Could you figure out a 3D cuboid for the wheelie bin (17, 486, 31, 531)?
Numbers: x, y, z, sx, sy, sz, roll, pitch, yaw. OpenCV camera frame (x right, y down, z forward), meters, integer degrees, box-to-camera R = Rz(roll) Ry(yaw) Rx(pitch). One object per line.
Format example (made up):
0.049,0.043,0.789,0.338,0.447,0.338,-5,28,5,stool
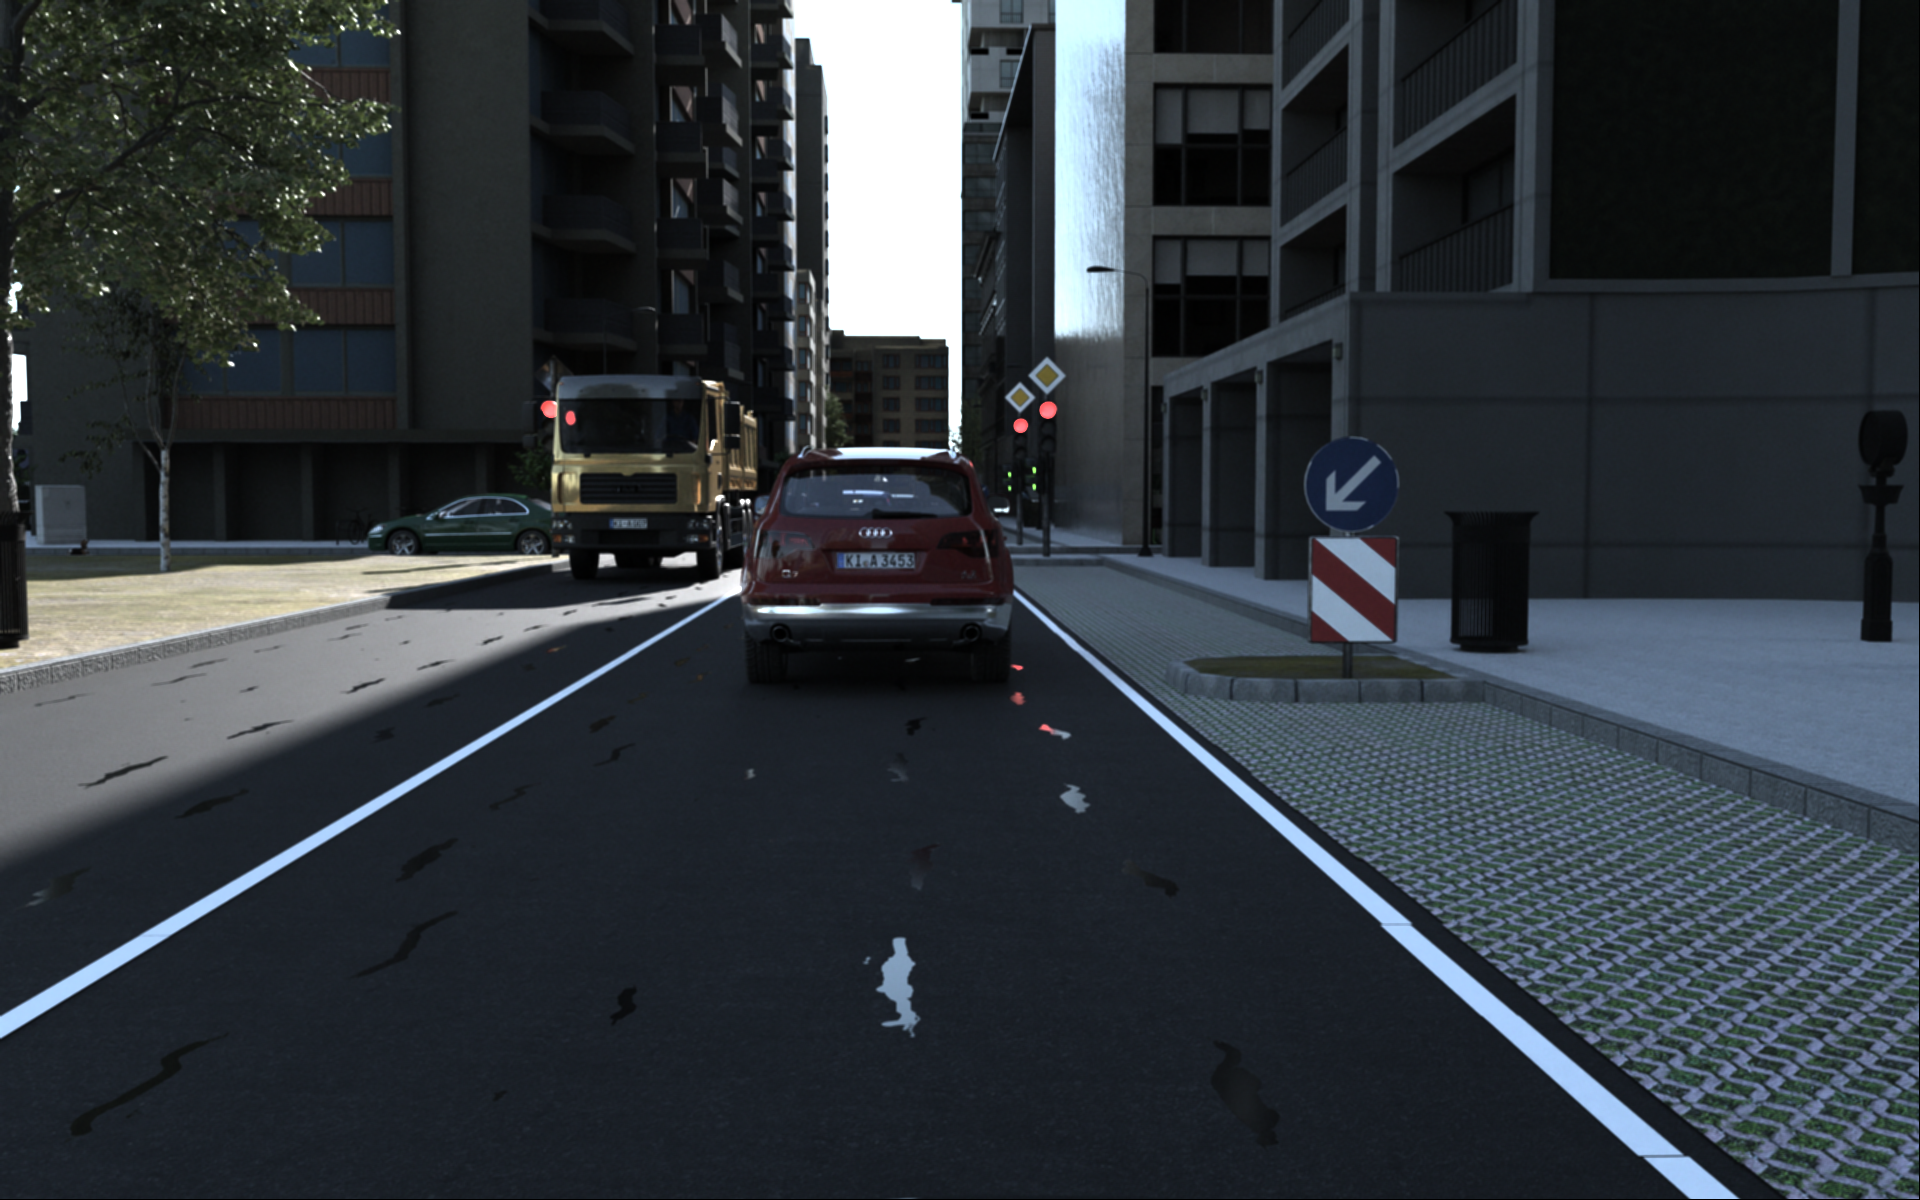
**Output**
-32.958,-3.222,60.587,0.980,1.594,0.693,-3,5,-43,wheelie bin

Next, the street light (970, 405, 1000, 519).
1.344,-7.203,90.311,1.470,5.913,1.316,0,4,-2,street light

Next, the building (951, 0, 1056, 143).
13.936,-34.857,159.151,28.713,52.752,27.495,0,4,-2,building

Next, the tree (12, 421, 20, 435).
-40.784,-5.608,75.410,4.285,4.588,4.351,0,3,0,tree

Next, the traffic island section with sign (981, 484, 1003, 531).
0.673,-3.655,68.395,1.989,1.847,2.006,0,4,-2,traffic island section with sign

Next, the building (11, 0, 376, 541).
-19.261,-24.735,59.043,22.147,44.769,28.867,0,4,-2,building

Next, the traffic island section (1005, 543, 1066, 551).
1.521,-1.299,43.526,2.009,0.180,2.903,0,4,-2,traffic island section

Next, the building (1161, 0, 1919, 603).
14.740,-35.815,23.821,20.563,71.187,20.611,0,4,-2,building

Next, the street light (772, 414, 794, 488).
-10.315,-7.834,100.625,1.470,5.913,1.316,0,4,-2,street light

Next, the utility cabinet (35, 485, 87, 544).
-22.848,-2.162,44.034,0.318,1.500,1.173,2,4,28,utility cabinet

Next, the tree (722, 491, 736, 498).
-10.646,-5.230,80.109,1.663,3.219,1.824,0,3,0,tree

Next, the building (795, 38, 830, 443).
-24.709,-34.139,181.874,21.600,48.544,21.300,0,4,-2,building

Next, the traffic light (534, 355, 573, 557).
-8.201,-2.823,35.074,0.839,4.253,0.868,0,4,-2,traffic light

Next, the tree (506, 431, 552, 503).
-9.948,-2.895,41.935,1.663,3.219,1.824,0,3,0,tree

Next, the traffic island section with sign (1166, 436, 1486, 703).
2.576,-0.252,12.746,1.989,1.847,2.006,0,4,-2,traffic island section with sign

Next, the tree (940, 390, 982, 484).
1.634,-10.792,126.808,4.737,8.622,4.395,0,3,0,tree

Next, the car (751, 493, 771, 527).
-5.542,-2.802,54.846,2.155,1.783,4.494,0,4,0,car

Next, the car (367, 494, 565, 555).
-10.673,-1.634,38.518,4.920,1.459,2.131,0,4,-1,car

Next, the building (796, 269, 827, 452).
-25.830,-18.479,147.178,27.650,21.520,28.899,0,4,-2,building

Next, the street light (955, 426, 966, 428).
0.365,-8.926,118.480,1.470,5.913,1.316,0,4,-2,street light

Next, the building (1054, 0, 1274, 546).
20.706,-15.167,52.494,34.151,26.468,19.350,0,4,-2,building

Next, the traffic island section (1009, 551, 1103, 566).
1.795,-0.811,35.545,2.009,0.180,2.903,0,4,-2,traffic island section

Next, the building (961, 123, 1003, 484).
7.039,-22.410,138.111,14.160,30.474,14.107,0,4,-2,building

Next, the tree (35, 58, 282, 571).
-13.391,-4.805,28.932,4.360,8.622,3.978,0,3,0,tree

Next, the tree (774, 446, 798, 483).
-11.777,-8.146,116.902,4.285,4.588,4.351,0,3,0,tree

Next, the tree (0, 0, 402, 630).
-8.930,-6.017,16.502,7.486,12.596,7.792,0,3,0,tree

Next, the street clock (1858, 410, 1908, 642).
7.999,-0.642,15.061,0.358,2.002,0.471,0,4,6,street clock

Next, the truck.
-5.352,-2.164,31.304,3.469,3.379,9.791,0,4,-2,truck

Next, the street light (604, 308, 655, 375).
-8.298,-4.326,43.275,1.470,5.913,1.316,0,4,-2,street light

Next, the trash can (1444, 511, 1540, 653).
4.335,-0.153,14.163,0.748,1.137,0.748,0,3,0,trash can

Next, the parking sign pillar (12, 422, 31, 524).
-34.477,-4.630,64.165,1.447,3.967,1.447,2,4,27,parking sign pillar

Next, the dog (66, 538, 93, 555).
-20.338,-1.214,40.045,0.550,0.427,0.748,-3,5,-43,dog

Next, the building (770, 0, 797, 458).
-19.173,-29.042,124.954,14.600,45.320,14.200,0,4,-2,building

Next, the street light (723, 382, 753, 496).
-9.308,-6.092,72.151,1.470,5.913,1.316,0,4,-2,street light

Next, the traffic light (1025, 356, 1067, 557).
1.754,-2.845,35.430,0.839,4.253,0.868,0,4,-2,traffic light

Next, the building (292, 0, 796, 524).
-20.789,-27.028,96.526,22.147,44.769,28.867,0,4,-2,building

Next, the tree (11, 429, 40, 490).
-24.353,-2.991,43.508,1.663,3.219,1.824,0,3,0,tree

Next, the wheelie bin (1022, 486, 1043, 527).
2.745,-3.593,66.657,0.980,1.594,0.693,-2,4,-32,wheelie bin

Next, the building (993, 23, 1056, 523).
9.515,-16.234,84.488,14.314,24.678,30.058,0,4,-2,building

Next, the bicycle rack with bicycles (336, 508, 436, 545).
-14.655,-1.911,44.632,2.852,0.926,2.925,0,4,2,bicycle rack with bicycles

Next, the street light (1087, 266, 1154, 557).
3.278,-3.849,35.469,1.470,5.913,1.316,0,4,-2,street light

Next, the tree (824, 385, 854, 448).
-13.959,-15.267,167.740,7.486,12.596,7.792,0,3,0,tree

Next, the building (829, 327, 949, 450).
-16.151,-22.659,215.507,28.899,21.520,27.650,0,4,-2,building

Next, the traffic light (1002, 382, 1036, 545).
1.480,-3.333,43.410,0.839,4.253,0.868,0,4,-2,traffic light

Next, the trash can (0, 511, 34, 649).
-8.145,-0.173,14.479,0.748,1.137,0.748,0,3,0,trash can

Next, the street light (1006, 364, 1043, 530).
2.346,-5.481,62.151,1.470,5.913,1.316,0,4,-2,street light

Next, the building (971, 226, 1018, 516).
6.380,-14.958,109.191,10.561,19.102,19.286,0,4,-2,building

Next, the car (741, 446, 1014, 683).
-0.669,-0.369,14.704,2.281,1.827,5.304,0,4,-2,car
